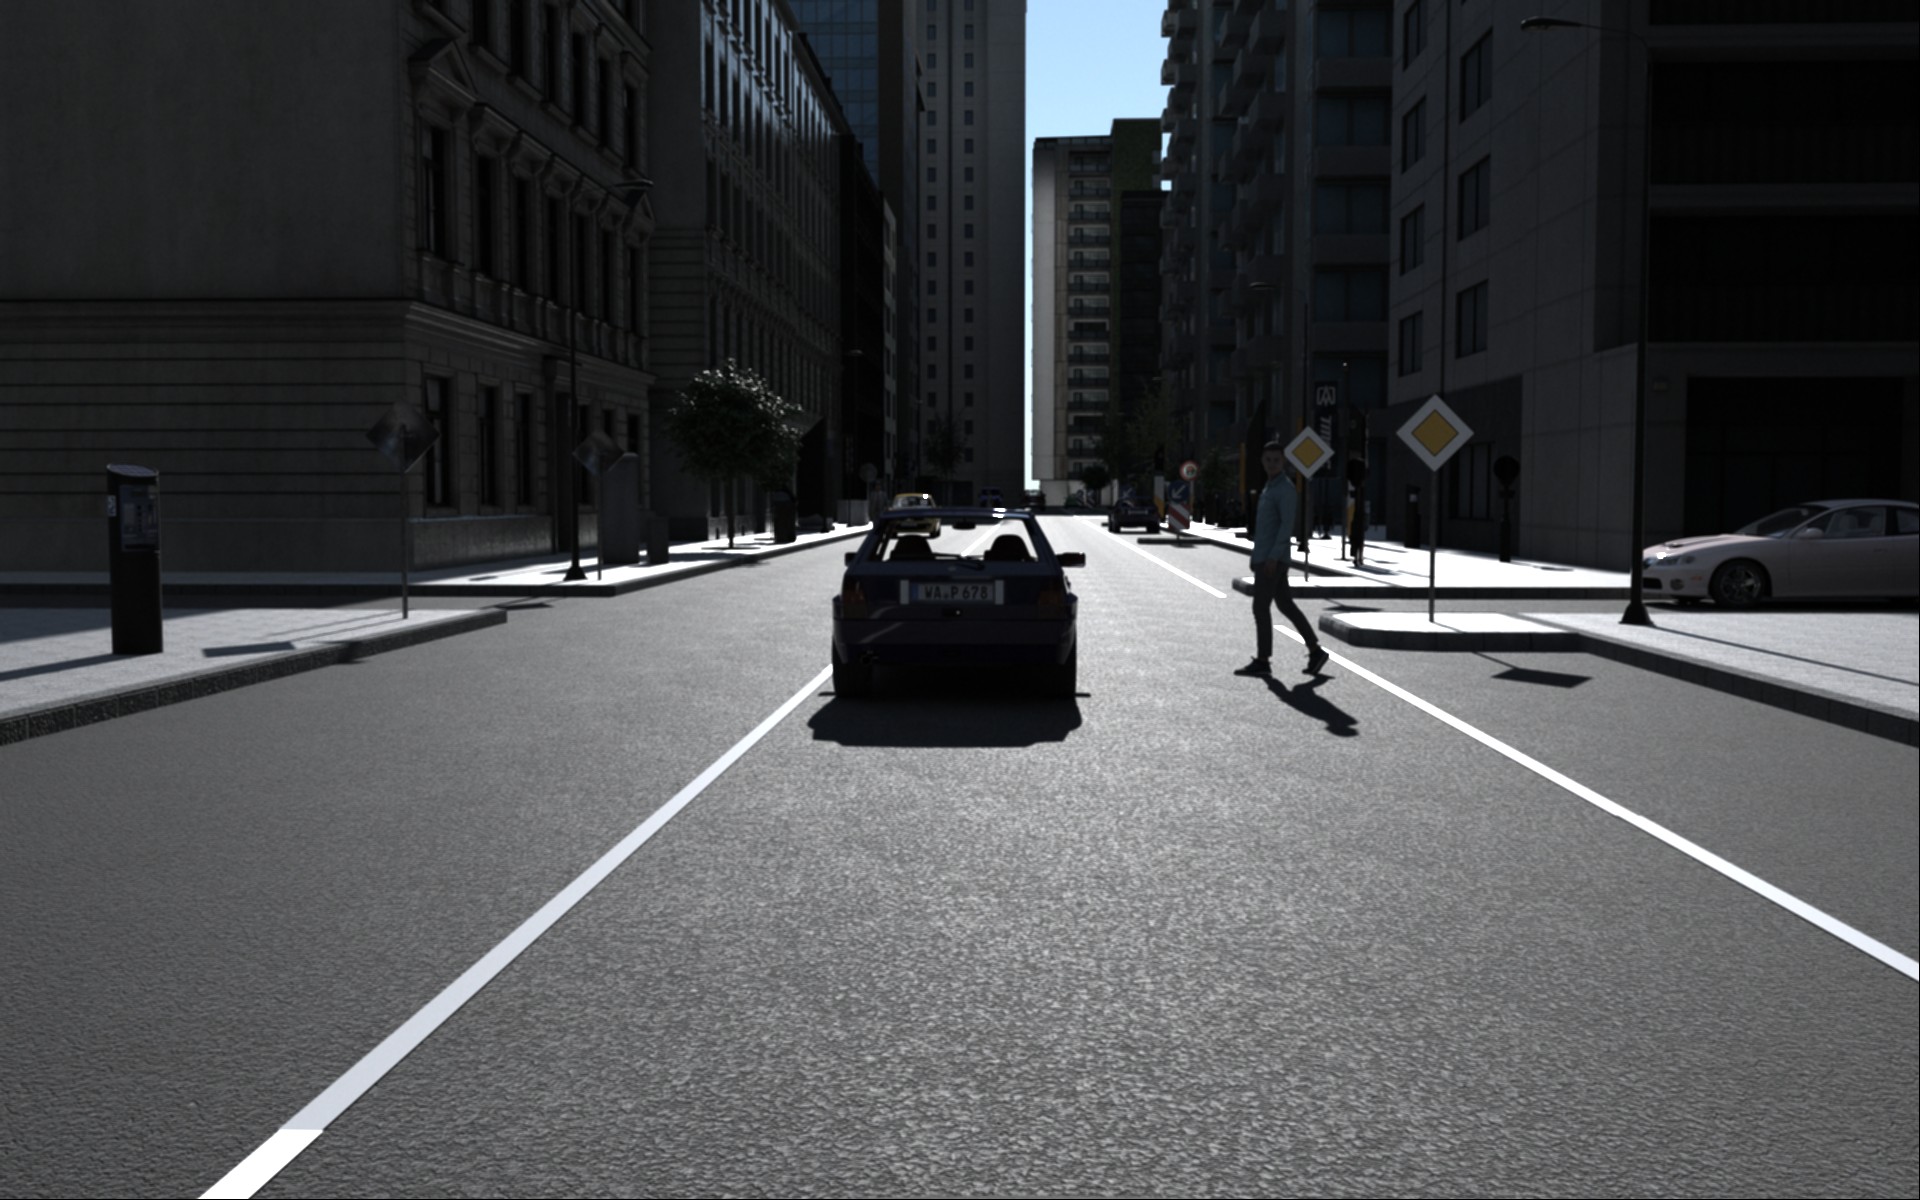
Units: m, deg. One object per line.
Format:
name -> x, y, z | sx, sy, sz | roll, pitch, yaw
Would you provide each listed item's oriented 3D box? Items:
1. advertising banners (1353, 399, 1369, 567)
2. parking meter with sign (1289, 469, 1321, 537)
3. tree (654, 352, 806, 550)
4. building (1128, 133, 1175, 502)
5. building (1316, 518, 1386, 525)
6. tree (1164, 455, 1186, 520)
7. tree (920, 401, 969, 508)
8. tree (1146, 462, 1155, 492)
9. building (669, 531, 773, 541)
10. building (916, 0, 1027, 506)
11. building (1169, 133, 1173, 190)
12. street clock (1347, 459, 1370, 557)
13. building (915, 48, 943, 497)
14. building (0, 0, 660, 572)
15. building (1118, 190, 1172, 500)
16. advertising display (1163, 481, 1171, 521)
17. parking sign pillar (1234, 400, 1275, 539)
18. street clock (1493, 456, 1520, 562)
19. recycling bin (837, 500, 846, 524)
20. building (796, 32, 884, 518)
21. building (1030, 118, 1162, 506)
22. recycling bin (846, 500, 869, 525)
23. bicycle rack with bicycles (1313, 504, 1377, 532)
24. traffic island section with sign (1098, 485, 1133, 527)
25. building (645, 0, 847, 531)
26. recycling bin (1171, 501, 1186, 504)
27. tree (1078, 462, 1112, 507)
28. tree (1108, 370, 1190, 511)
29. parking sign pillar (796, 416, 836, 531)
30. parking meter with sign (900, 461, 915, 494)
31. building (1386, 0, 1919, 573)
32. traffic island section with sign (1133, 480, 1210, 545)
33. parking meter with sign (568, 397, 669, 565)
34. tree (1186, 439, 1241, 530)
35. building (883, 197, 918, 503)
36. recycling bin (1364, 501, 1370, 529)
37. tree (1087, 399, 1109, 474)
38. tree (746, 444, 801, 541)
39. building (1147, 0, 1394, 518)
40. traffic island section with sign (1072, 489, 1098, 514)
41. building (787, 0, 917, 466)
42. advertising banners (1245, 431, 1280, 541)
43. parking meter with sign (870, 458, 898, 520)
advertising banners -> 7.296, -2.155, 31.429 | 0.090, 3.025, 2.074 | 1, 4, 19
parking meter with sign -> 10.271, -3.411, 52.037 | 0.543, 3.016, 1.738 | -2, 4, -29
tree -> -5.414, -3.465, 40.362 | 4.285, 4.588, 4.351 | 0, 3, 0
building -> 30.796, -27.843, 147.116 | 32.217, 40.220, 23.993 | 0, 4, 2
building -> 24.316, -28.282, 82.016 | 23.786, 49.044, 30.456 | 0, 4, 2
tree -> 10.715, -5.524, 84.923 | 1.663, 3.219, 1.824 | 0, 3, 0
tree -> -1.286, -11.394, 136.647 | 4.360, 8.622, 3.978 | 0, 3, 0
tree -> 10.504, -5.833, 89.968 | 1.663, 3.219, 1.824 | 0, 3, 0
building -> -11.163, -12.634, 55.712 | 9.793, 20.994, 18.267 | 0, 4, 2
building -> -6.643, -39.995, 195.915 | 28.212, 58.520, 21.231 | 0, 4, 2
building -> 36.551, -33.097, 195.756 | 28.867, 44.769, 22.147 | 0, 4, 2
street clock -> 8.130, -1.892, 35.509 | 0.471, 2.002, 0.358 | 3, 5, 41
building -> -16.457, -31.156, 164.020 | 28.867, 44.769, 22.147 | 0, 4, 2
building -> -13.250, -10.544, 37.025 | 10.561, 19.102, 19.286 | 0, 4, 2
building -> 22.219, -24.166, 166.810 | 14.160, 30.474, 14.107 | 0, 4, 2
advertising display -> 9.736, -4.761, 83.060 | 0.974, 1.923, 0.123 | -3, 5, -40
parking sign pillar -> 8.707, -3.778, 50.239 | 1.447, 3.967, 1.447 | -1, 4, -8
street clock -> 10.311, -1.721, 32.705 | 0.471, 2.002, 0.358 | 1, 4, 22
recycling bin -> -4.823, -3.817, 74.959 | 0.722, 1.027, 0.722 | 3, 5, 44
building -> -10.861, -16.030, 91.771 | 12.332, 23.373, 15.834 | 0, 4, 2
building -> 14.889, -31.093, 191.962 | 14.086, 41.232, 14.154 | 0, 4, 2
recycling bin -> -4.145, -3.588, 71.210 | 0.722, 1.027, 0.722 | 1, 4, 10
bicycle rack with bicycles -> 13.119, -2.833, 59.696 | 2.852, 0.926, 2.925 | 2, 4, 26
traffic island section with sign -> 7.310, -4.188, 77.105 | 1.989, 1.847, 2.006 | 0, 4, 2
building -> -10.656, -13.752, 74.003 | 9.793, 20.994, 18.267 | 0, 4, 2
recycling bin -> 12.465, -5.297, 99.167 | 0.722, 1.027, 0.722 | -2, 4, -31
tree -> 13.334, -11.489, 171.553 | 4.285, 4.588, 4.351 | 0, 3, 0
tree -> 11.660, -9.354, 103.292 | 4.737, 8.622, 4.395 | 0, 3, 0
parking sign pillar -> -5.065, -4.400, 60.414 | 1.447, 3.967, 1.447 | 3, 4, 36
parking meter with sign -> -3.201, -5.713, 89.668 | 1.738, 3.016, 0.543 | -2, 4, -35
building -> 21.647, -36.541, 35.697 | 20.611, 71.187, 20.563 | 0, 4, 2
traffic island section with sign -> 6.161, -2.541, 50.174 | 1.989, 1.847, 2.006 | 0, 4, 2
parking meter with sign -> -6.240, -2.168, 31.713 | 1.738, 3.016, 0.543 | -1, 4, -22
tree -> 9.047, -4.077, 61.267 | 1.663, 3.219, 1.824 | 0, 3, 0
building -> -17.601, -16.574, 116.032 | 27.650, 21.520, 28.899 | 0, 4, 2
recycling bin -> 14.691, -3.132, 63.763 | 0.722, 1.027, 0.722 | 1, 4, 19
tree -> 11.747, -11.187, 133.274 | 4.737, 8.622, 4.395 | 0, 3, 0
tree -> -5.132, -3.267, 48.018 | 1.663, 3.219, 1.824 | 0, 3, 0
building -> 25.575, -30.597, 119.870 | 23.786, 49.044, 30.456 | 0, 4, 2
traffic island section with sign -> 9.463, -7.271, 127.504 | 1.989, 1.847, 2.006 | 0, 4, 2
building -> -10.807, -29.751, 136.545 | 14.600, 45.320, 14.200 | 0, 4, 2
advertising banners -> 8.405, -3.163, 47.908 | 0.090, 3.025, 2.074 | 2, 4, 35
parking meter with sign -> -4.007, -5.378, 84.199 | 1.738, 3.016, 0.543 | 1, 4, 9
